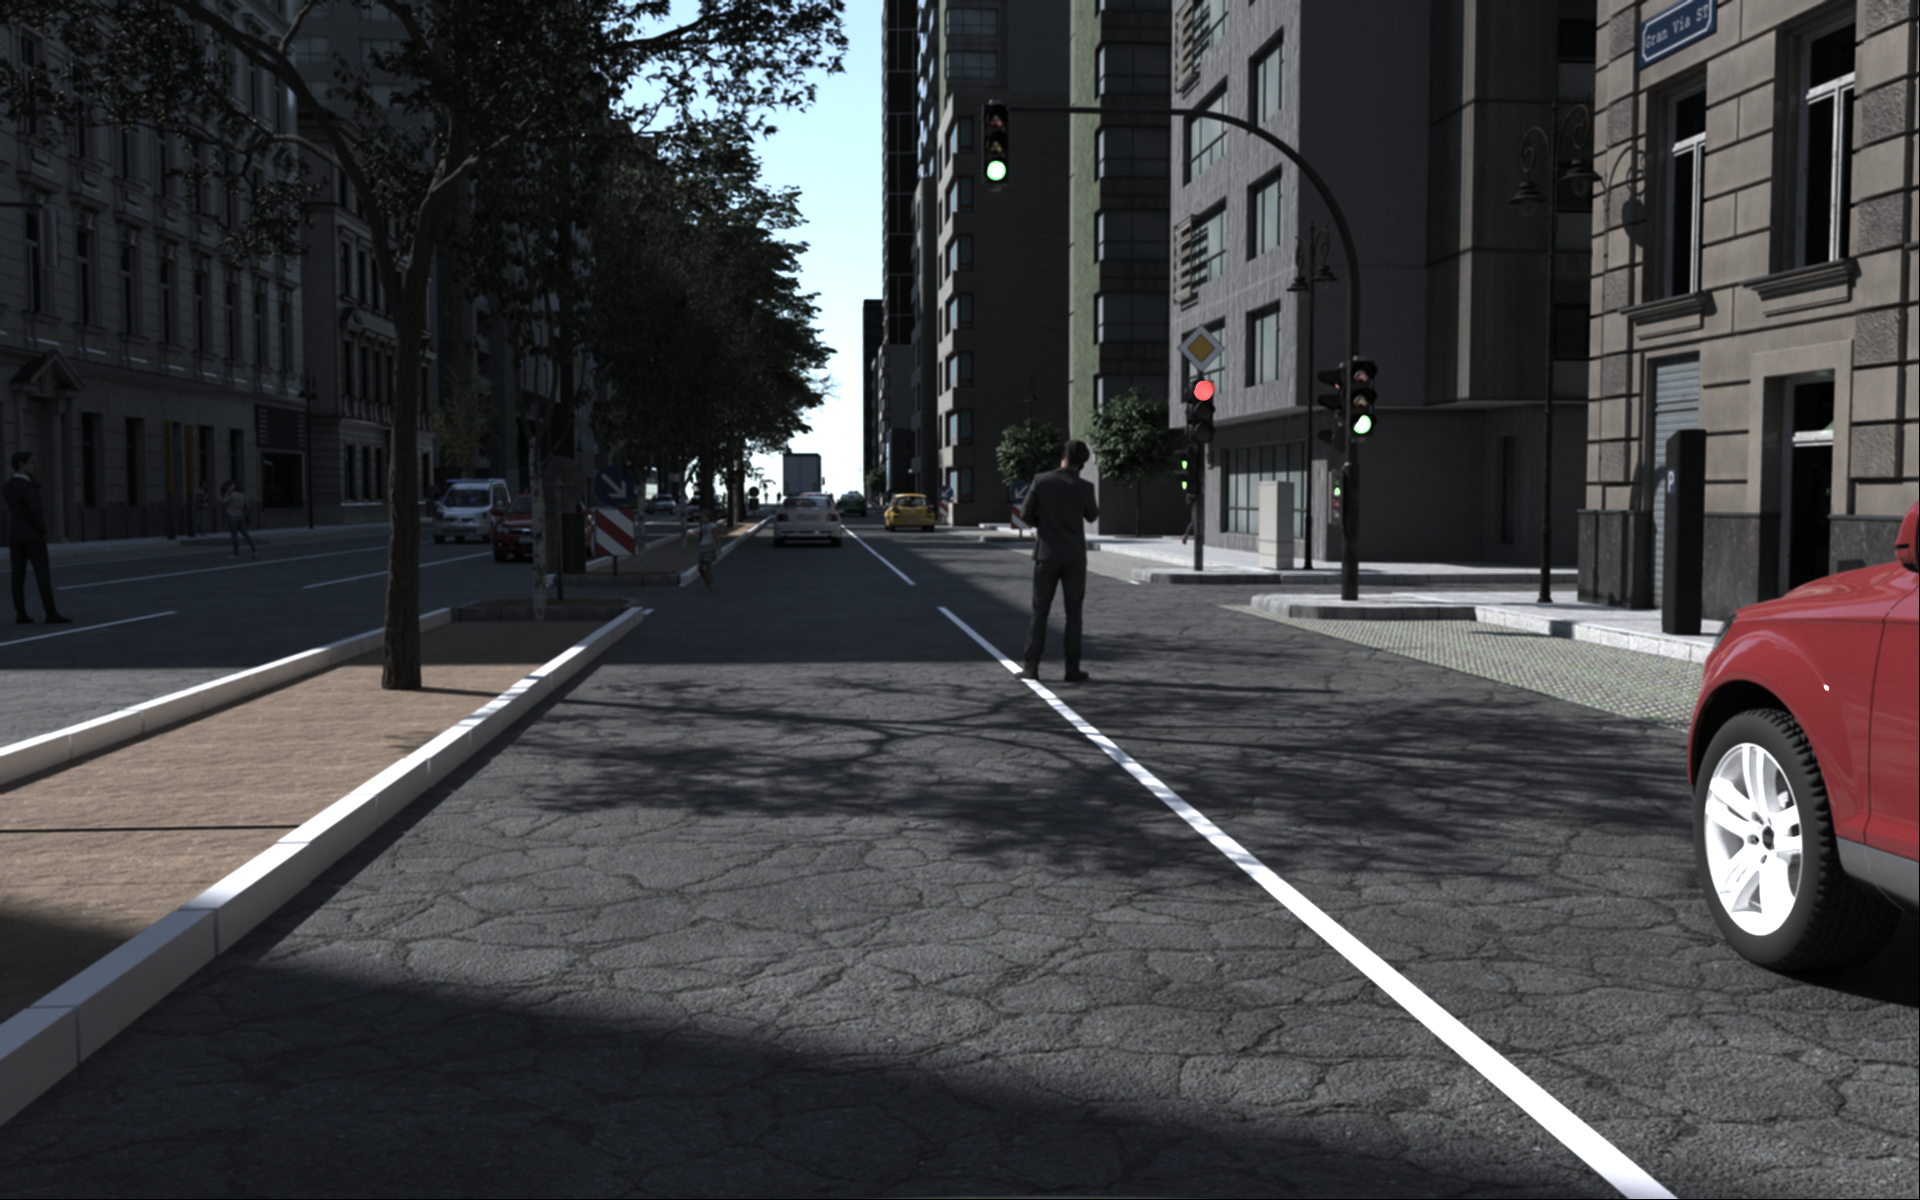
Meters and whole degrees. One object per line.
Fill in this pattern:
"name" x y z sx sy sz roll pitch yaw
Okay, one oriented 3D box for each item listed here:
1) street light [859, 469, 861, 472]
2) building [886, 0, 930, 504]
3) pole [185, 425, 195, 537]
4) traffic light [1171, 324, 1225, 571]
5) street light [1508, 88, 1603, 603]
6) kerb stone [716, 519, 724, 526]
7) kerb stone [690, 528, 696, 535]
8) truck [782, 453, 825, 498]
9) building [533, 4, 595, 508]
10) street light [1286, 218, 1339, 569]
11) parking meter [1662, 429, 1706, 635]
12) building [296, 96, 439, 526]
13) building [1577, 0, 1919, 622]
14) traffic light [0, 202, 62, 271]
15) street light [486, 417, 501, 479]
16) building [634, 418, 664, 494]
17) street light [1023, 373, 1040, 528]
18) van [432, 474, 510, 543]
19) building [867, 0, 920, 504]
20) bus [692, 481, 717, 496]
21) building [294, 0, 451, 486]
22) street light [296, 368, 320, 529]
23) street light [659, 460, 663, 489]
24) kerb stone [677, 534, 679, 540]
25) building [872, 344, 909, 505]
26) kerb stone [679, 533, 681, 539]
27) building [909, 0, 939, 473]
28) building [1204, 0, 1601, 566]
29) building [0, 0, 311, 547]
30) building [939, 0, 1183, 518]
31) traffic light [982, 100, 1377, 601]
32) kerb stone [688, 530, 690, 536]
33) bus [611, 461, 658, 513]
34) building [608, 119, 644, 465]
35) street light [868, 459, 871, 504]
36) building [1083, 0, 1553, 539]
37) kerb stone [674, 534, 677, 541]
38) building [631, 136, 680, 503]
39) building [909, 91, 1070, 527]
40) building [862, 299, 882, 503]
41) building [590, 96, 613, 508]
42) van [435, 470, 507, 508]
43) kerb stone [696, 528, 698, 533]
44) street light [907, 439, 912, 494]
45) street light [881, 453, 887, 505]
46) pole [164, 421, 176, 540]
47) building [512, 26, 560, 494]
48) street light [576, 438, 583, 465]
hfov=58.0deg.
"street light" -15.162 -17.720 262.513 0.468 5.910 1.993 0 4 -5
"building" 4.823 -52.034 163.434 22.319 86.520 31.000 0 4 -5
"pole" -22.802 -3.513 51.287 0.158 3.312 0.155 0 3 0
"traffic light" 3.961 -2.438 28.785 0.839 4.253 0.868 0 4 -5
"street light" 6.910 -2.905 20.286 0.468 5.910 1.993 0 4 -5
"kerb stone" -11.482 -3.705 82.821 0.120 0.150 1.000 0 4 -5
"kerb stone" -9.536 -2.396 61.373 0.120 0.150 1.000 0 4 -5
"truck" -11.177 -8.245 123.714 2.839 4.237 11.283 0 4 -3
"building" -39.464 -30.499 148.771 14.600 45.320 14.200 0 4 -5
"street light" 5.940 -3.461 29.375 0.468 5.910 1.993 0 4 -5
"parking meter" 6.625 -0.621 15.858 0.255 1.863 0.399 0 4 5
"building" -30.692 -13.098 78.785 10.561 19.102 19.286 0 4 -5
"building" 14.075 -12.908 8.304 12.463 27.353 25.104 0 4 -5
"traffic light" -16.532 -3.198 26.960 4.771 5.953 1.251 0 4 -5
"street light" -27.621 -7.974 103.157 0.468 5.910 1.993 0 4 -5
"building" -45.404 -27.426 220.123 14.160 30.474 14.107 0 4 -5
"street light" 2.710 -5.715 66.233 0.468 5.910 1.993 0 4 -5
"van" -14.496 -2.725 51.563 2.013 2.044 4.112 0 4 -4
"building" -2.248 -48.928 238.216 20.563 71.187 20.611 0 4 -5
"bus" -34.106 -14.503 231.978 2.948 3.499 13.247 0 4 -5
"building" -35.917 -25.926 107.486 14.154 41.232 14.086 0 4 -5
"street light" -24.004 -5.573 63.901 0.468 5.910 1.993 0 4 -5
"street light" -38.410 -15.289 222.768 0.468 5.910 1.993 0 4 -5
"kerb stone" -8.796 -1.893 53.208 0.120 0.150 1.000 0 4 -5
"building" 3.471 -22.654 215.438 27.650 21.520 28.899 0 4 -5
"kerb stone" -8.894 -1.959 54.228 0.120 0.150 1.000 0 4 -5
"building" 8.387 -31.428 133.455 23.786 49.044 30.456 0 4 -5
"building" 12.582 -21.502 35.153 14.086 41.232 14.154 0 4 -5
"building" -31.511 -16.525 46.605 17.030 29.872 44.131 0 4 -5
"building" 5.547 -26.148 111.118 14.154 41.232 14.086 0 4 -5
"traffic light" 2.604 -2.803 20.504 4.771 5.953 1.251 0 4 -5
"kerb stone" -9.261 -2.207 58.315 0.120 0.150 1.000 0 4 -5
"bus" -25.041 -8.664 133.208 2.896 3.916 12.252 0 4 -5
"building" -47.933 -33.204 197.513 22.147 44.769 28.867 0 4 -5
"street light" -11.780 -15.467 225.668 0.468 5.910 1.993 0 4 -5
"building" 10.673 -23.021 59.994 14.154 41.232 14.086 0 4 -5
"kerb stone" -8.702 -1.835 52.190 0.120 0.150 1.000 0 4 -5
"building" -50.107 -37.513 237.041 21.300 48.544 21.600 0 4 -5
"building" 12.157 -15.000 90.286 27.650 21.520 28.899 0 4 -5
"building" -7.450 -29.644 256.387 14.160 30.474 14.107 0 4 -5
"building" -40.735 -29.342 163.343 14.154 41.232 14.086 0 4 -5
"van" -19.011 -3.870 67.659 2.240 2.365 5.245 0 4 -4
"kerb stone" -9.625 -2.455 62.391 0.120 0.150 1.000 0 4 -5
"street light" -4.181 -10.339 141.827 0.468 5.910 1.993 0 4 -5
"street light" -8.410 -13.213 188.822 0.468 5.910 1.993 0 4 -5
"pole" -22.107 -3.341 48.462 0.158 3.312 0.155 0 3 0
"building" -44.703 -32.902 127.179 28.713 52.752 27.495 0 4 -5
"street light" -30.949 -10.283 140.912 0.468 5.910 1.993 0 4 -5
